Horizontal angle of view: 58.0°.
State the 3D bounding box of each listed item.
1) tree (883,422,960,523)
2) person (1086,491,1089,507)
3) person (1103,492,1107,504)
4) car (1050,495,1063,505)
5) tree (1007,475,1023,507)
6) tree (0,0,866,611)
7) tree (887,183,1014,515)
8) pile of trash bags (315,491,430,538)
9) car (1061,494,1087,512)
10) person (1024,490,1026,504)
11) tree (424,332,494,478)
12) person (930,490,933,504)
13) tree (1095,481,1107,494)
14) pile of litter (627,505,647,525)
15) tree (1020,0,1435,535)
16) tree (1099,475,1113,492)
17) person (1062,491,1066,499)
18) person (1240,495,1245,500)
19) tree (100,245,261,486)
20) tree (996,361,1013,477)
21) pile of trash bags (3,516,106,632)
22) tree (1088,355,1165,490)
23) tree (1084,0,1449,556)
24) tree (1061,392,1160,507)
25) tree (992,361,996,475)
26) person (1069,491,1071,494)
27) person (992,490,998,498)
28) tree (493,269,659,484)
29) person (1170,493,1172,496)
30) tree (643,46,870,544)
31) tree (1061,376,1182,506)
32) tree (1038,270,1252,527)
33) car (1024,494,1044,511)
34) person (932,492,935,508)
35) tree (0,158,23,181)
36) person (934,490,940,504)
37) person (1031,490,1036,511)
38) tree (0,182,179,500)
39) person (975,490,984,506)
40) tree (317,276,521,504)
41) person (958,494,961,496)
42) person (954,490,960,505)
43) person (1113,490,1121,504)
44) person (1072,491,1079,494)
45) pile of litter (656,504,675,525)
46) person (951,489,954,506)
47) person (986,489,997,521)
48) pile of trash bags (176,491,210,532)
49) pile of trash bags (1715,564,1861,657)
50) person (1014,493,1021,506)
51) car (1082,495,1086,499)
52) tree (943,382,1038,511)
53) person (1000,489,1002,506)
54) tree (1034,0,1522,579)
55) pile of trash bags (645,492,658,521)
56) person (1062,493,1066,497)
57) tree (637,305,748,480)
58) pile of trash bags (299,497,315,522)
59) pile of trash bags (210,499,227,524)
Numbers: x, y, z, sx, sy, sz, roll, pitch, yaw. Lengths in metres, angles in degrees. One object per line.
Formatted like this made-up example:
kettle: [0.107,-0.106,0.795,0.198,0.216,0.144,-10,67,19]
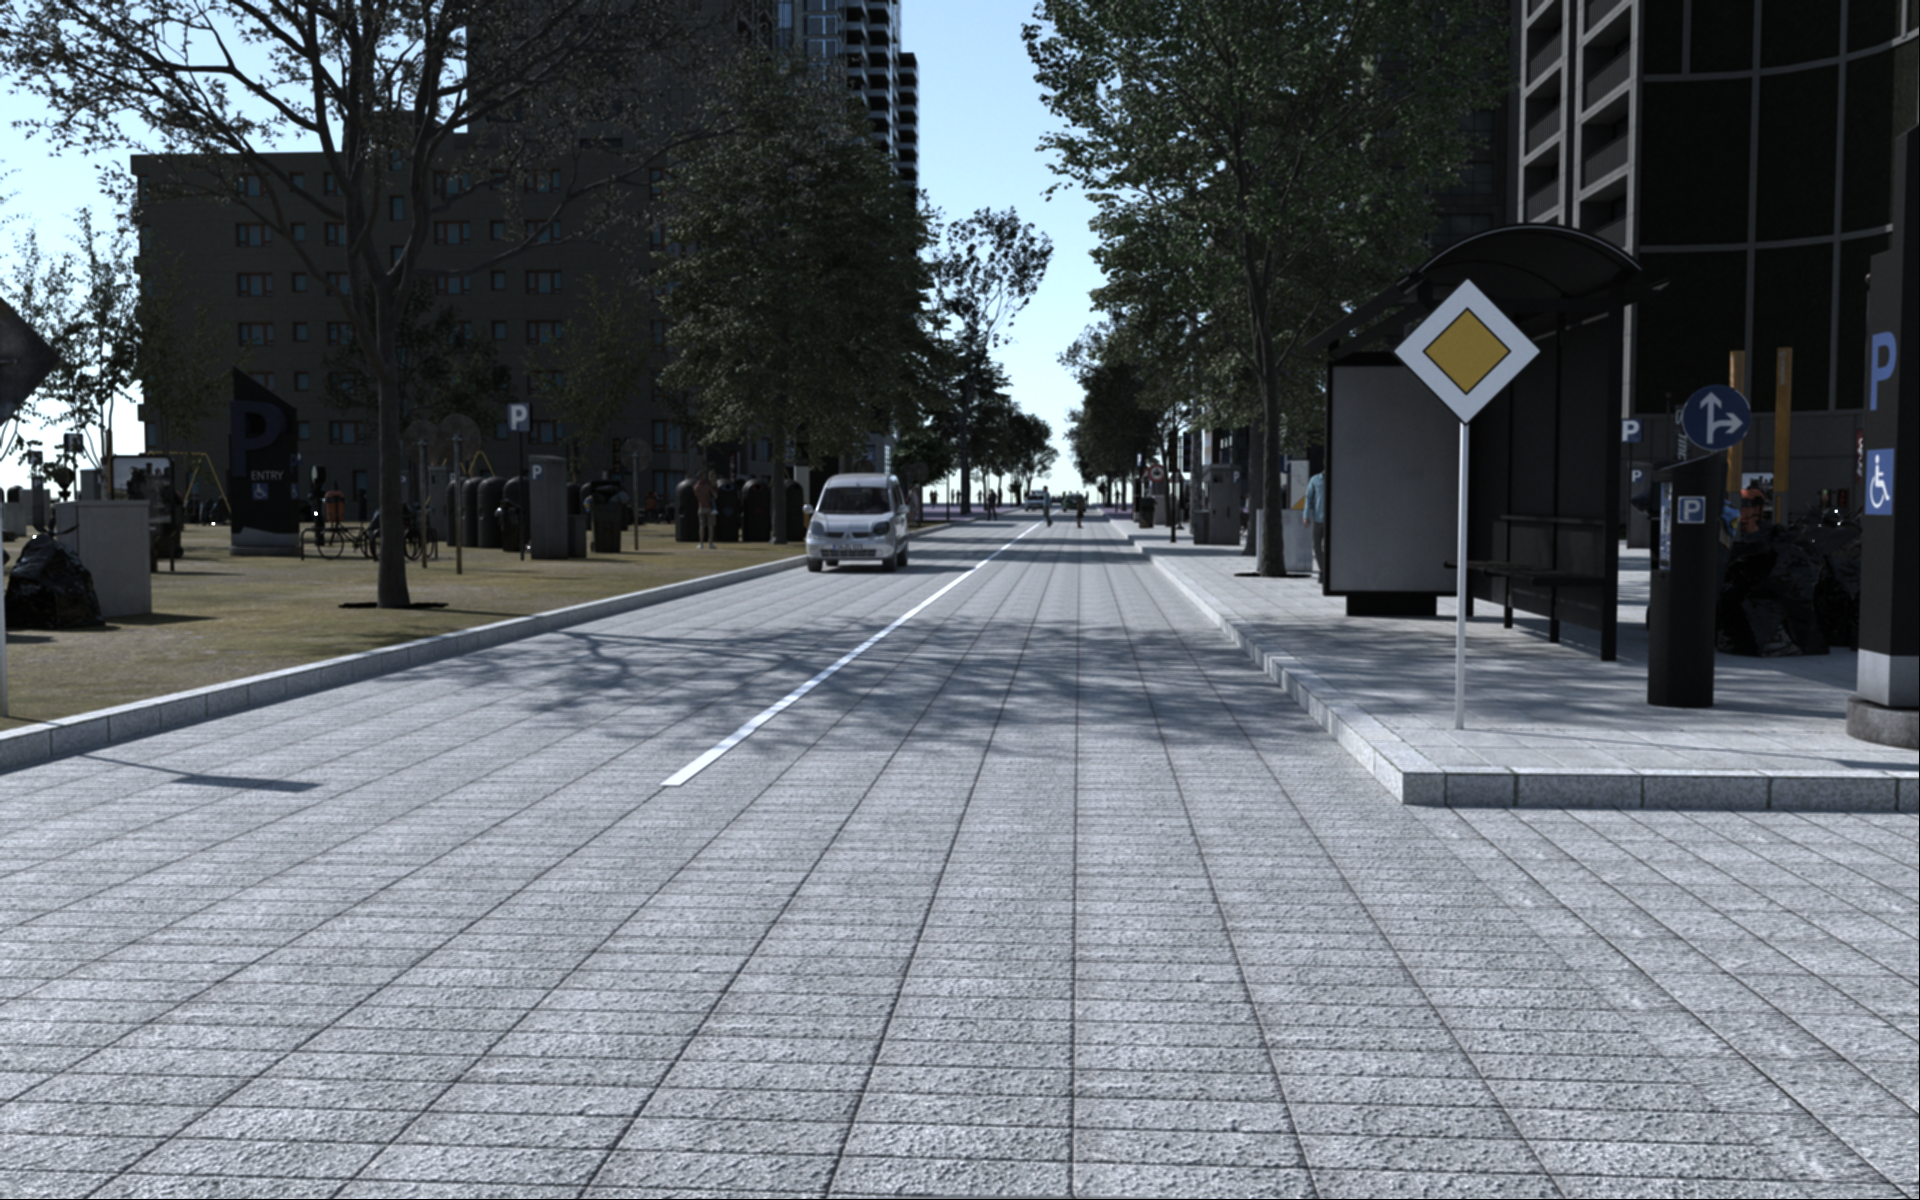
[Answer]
tree: [-1.807,-5.758,77.853,4.285,4.588,4.351,0,3,0]
person: [14.195,-11.316,194.232,0.721,1.736,1.217,1,4,20]
person: [18.816,-13.390,224.984,0.705,1.823,1.348,-2,4,-25]
car: [12.844,-13.331,230.543,1.945,1.354,3.894,0,4,3]
tree: [5.678,-11.167,177.176,1.663,3.219,1.824,0,3,0]
tree: [-6.406,-6.647,19.041,12.009,13.543,11.850,0,3,0]
tree: [-0.884,-15.329,106.515,12.611,20.169,13.585,0,3,0]
pile of trash bags: [-16.934,-2.525,51.037,3.447,1.369,1.912,-2,4,-31]
car: [9.210,-7.809,139.468,2.131,1.459,4.920,0,4,3]
person: [8.107,-12.909,217.065,0.705,1.831,1.348,0,4,2]
tree: [-22.524,-7.870,79.029,4.737,8.622,4.395,0,3,0]
person: [-3.767,-13.766,231.217,0.705,1.812,1.348,1,4,23]
tree: [17.847,-13.524,215.722,1.663,3.219,1.824,0,3,0]
pile of litter: [-13.784,-3.512,71.380,1.719,0.858,1.176,-1,4,-10]
tree: [8.664,-12.072,53.260,12.611,20.169,13.585,0,3,0]
tree: [18.376,-15.936,210.914,4.737,8.622,4.395,0,3,0]
person: [11.404,-11.096,190.742,0.721,1.723,1.217,0,4,-5]
person: [13.646,-4.863,86.289,1.217,1.736,0.721,2,4,35]
tree: [-23.610,-6.219,52.046,4.737,8.622,4.395,0,3,0]
tree: [0.164,-12.293,119.118,7.486,12.596,7.792,0,3,0]
pile of trash bags: [-9.696,-0.361,15.657,1.912,1.369,3.447,1,4,21]
tree: [8.993,-8.551,90.178,4.360,8.622,3.978,0,3,0]
tree: [6.251,-7.222,36.213,7.486,12.596,7.792,0,3,0]
tree: [14.578,-15.416,169.061,9.611,12.733,9.660,0,3,0]
tree: [-3.503,-8.467,56.562,7.486,12.596,7.792,0,3,0]
person: [13.410,-12.408,211.382,0.705,1.822,1.348,2,4,35]
person: [3.654,-11.212,189.919,0.990,1.755,0.434,0,4,1]
tree: [-11.733,-6.462,56.019,4.737,8.622,4.395,0,3,0]
person: [27.984,-13.536,230.587,0.697,1.427,0.421,1,4,18]
tree: [-4.521,-7.732,44.538,7.486,12.596,7.792,0,3,0]
tree: [13.830,-14.491,147.294,12.009,13.543,11.850,0,3,0]
tree: [8.158,-8.165,67.912,8.767,10.594,7.601,0,4,-8]
car: [6.331,-8.128,144.902,2.014,1.417,4.499,0,4,3]
person: [-2.419,-8.982,156.164,0.557,1.426,1.065,0,4,2]
tree: [-21.160,-5.360,37.994,4.360,8.622,3.978,0,3,0]
person: [-3.134,-13.373,224.683,0.705,1.826,1.348,3,4,38]
person: [6.188,-8.485,147.673,0.683,1.767,0.568,3,5,43]
tree: [-21.561,-5.669,43.054,4.360,8.622,3.978,0,3,0]
person: [2.182,-11.449,193.956,1.217,1.743,0.721,-2,4,-32]
tree: [-21.537,-8.213,68.698,8.767,10.594,7.601,0,4,-4]
person: [0.350,-11.854,199.480,1.348,1.869,0.705,-2,4,-27]
person: [-0.246,-12.497,210.386,1.348,1.822,0.705,3,5,42]
person: [20.375,-13.318,223.923,1.348,1.807,0.705,2,4,26]
person: [10.153,-8.720,151.881,0.742,1.727,0.445,1,4,10]
pile of litter: [-12.163,-3.649,73.623,1.719,0.858,1.176,-1,4,-23]
person: [-0.772,-11.183,188.866,0.705,1.826,1.348,0,4,5]
person: [1.664,-5.042,91.864,0.541,1.710,0.530,3,5,40]
pile of trash bags: [-27.834,-3.078,60.084,3.447,1.369,1.912,3,5,42]
pile of trash bags: [7.705,-0.279,14.315,3.447,1.369,1.912,0,4,7]
person: [6.125,-10.888,184.156,0.705,1.812,1.348,-2,4,-35]
car: [11.887,-10.290,177.283,2.155,1.783,4.494,0,4,3]
tree: [2.039,-12.179,133.537,8.767,10.594,7.601,0,4,8]
person: [4.254,-10.853,183.124,0.705,1.869,1.348,1,4,16]
tree: [4.703,-6.166,26.570,9.928,11.665,9.643,0,3,0]
pile of trash bags: [-16.321,-4.527,83.768,3.447,1.369,1.912,0,4,0]
person: [14.366,-14.003,238.228,0.721,1.735,1.217,2,4,32]
tree: [-10.049,-7.003,64.868,4.360,8.622,3.978,0,3,0]
pile of trash bags: [-29.886,-4.239,79.058,3.447,1.369,1.912,1,4,19]
pile of trash bags: [-33.705,-3.999,75.134,3.447,1.369,1.912,-2,4,-30]
